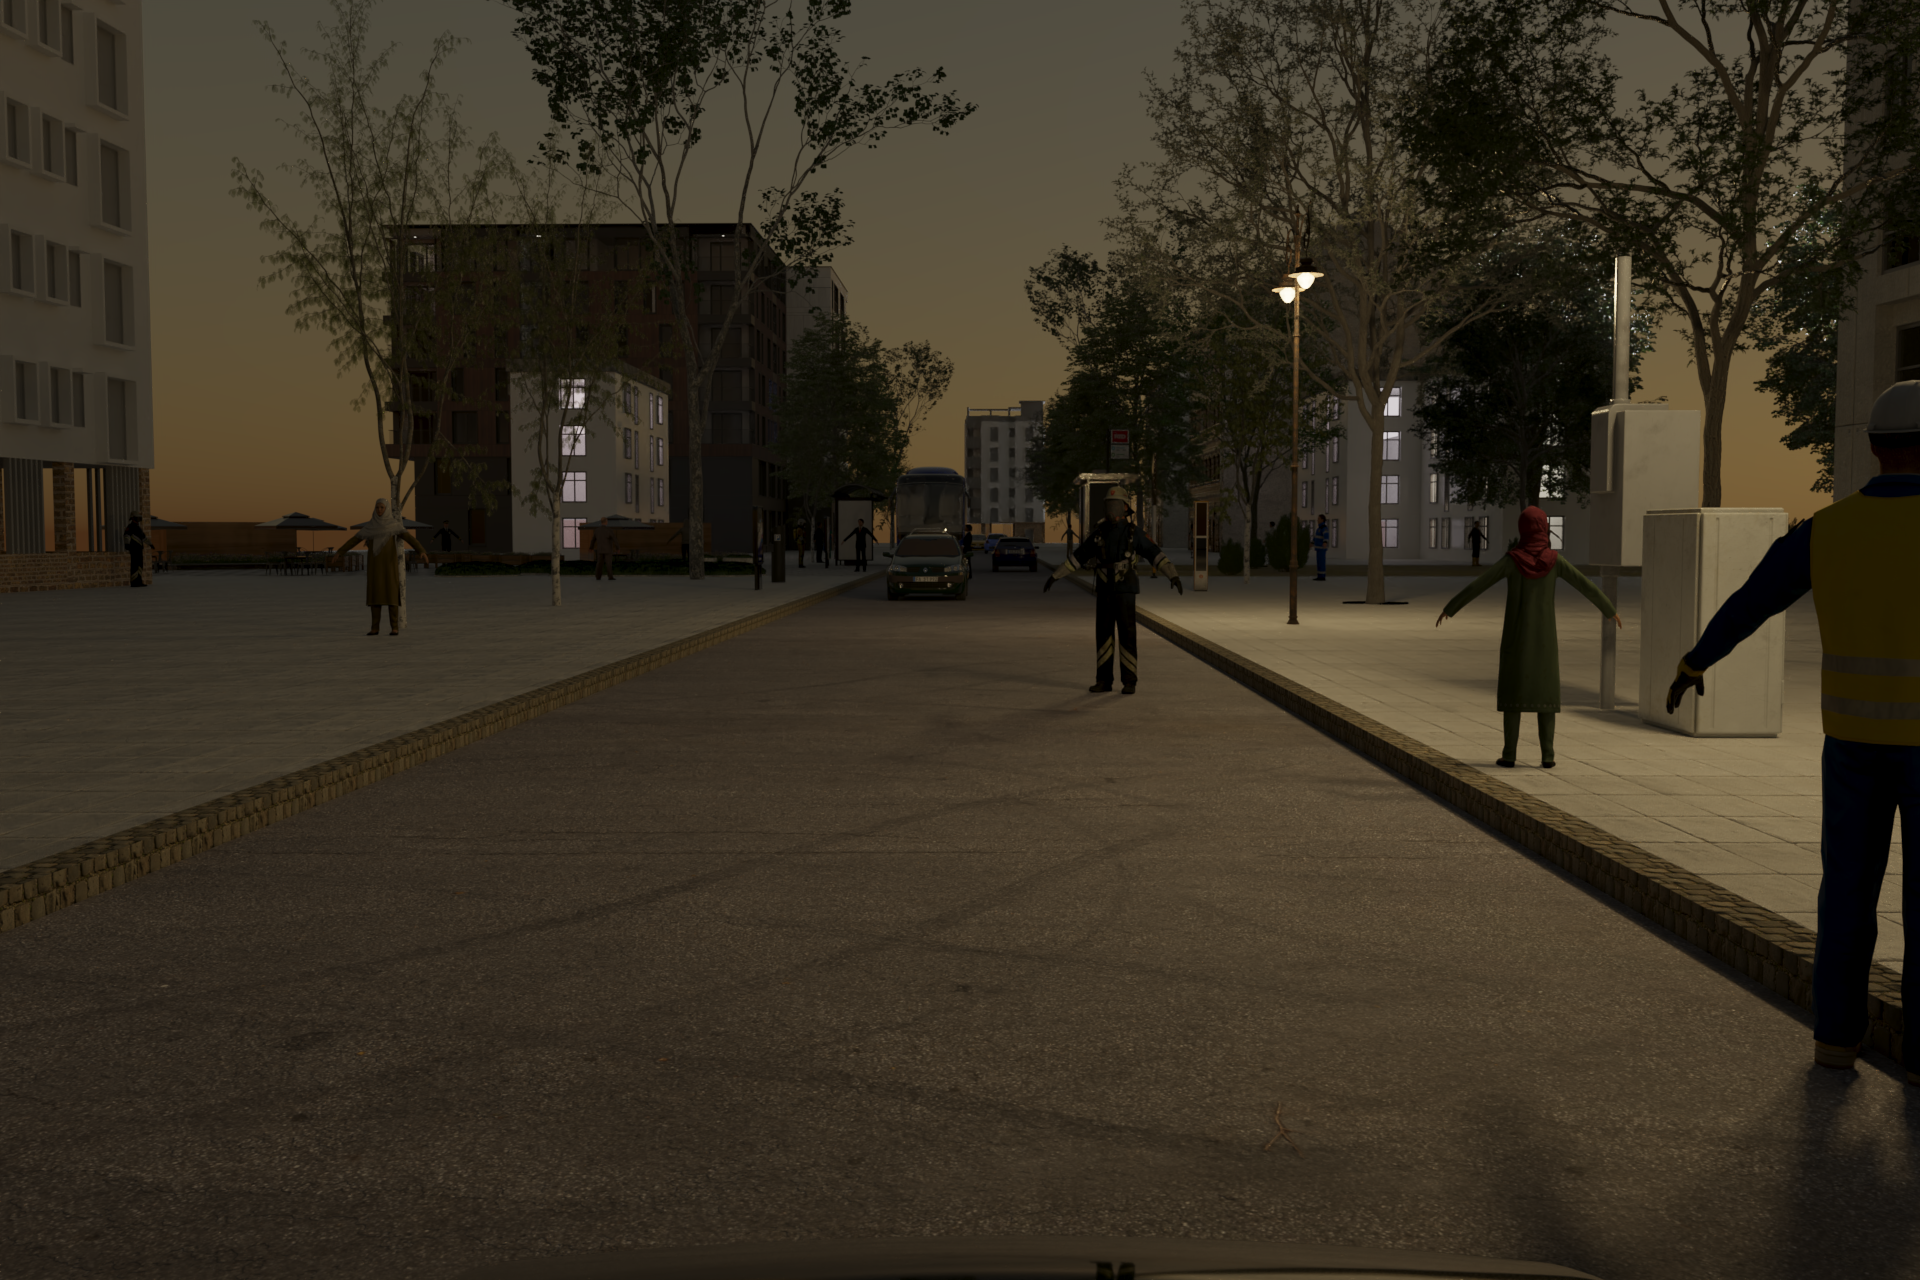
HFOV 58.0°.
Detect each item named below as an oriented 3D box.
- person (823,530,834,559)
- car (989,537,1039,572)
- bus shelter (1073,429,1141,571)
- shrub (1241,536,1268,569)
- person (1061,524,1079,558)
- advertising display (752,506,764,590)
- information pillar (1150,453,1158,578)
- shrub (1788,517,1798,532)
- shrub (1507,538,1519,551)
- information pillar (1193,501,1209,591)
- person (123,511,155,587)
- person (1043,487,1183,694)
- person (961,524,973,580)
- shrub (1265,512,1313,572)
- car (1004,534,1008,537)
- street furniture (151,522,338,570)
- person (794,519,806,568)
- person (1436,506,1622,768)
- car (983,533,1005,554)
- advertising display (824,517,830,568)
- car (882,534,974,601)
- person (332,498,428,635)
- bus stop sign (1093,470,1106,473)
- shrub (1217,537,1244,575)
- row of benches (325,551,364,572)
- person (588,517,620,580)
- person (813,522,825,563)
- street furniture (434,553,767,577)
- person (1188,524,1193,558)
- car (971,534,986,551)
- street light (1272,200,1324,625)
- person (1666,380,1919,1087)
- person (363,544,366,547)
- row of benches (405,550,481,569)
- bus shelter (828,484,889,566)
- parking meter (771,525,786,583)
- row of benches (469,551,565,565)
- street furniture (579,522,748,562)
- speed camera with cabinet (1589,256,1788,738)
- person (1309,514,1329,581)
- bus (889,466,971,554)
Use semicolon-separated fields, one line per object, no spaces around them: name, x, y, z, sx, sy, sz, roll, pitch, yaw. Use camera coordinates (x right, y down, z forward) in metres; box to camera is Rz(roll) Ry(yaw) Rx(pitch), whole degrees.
person;-6.755;-5.017;88.154;0.704;1.817;1.347;-3;4;-36
car;2.090;-3.309;66.684;1.945;1.354;3.894;0;4;1
bus shelter;5.315;-5.273;63.847;2.179;5.291;8.768;0;4;2
shrub;10.857;-3.217;63.719;1.383;1.207;1.383;0;3;0
person;5.696;-5.086;89.423;1.348;1.796;0.705;3;5;43
advertising display;-4.647;-2.120;39.876;0.123;1.923;0.974;0;4;1
information pillar;5.629;-3.602;50.247;0.183;3.616;0.504;0;4;1
shrub;30.195;-3.648;63.689;1.661;2.075;1.752;0;3;0
shrub;21.266;-3.366;66.155;1.383;1.207;1.383;0;3;0
information pillar;5.386;-2.097;38.780;0.304;2.012;0.304;0;4;1
person;-19.885;-2.202;41.864;0.704;1.845;1.351;0;4;0
person;1.398;-0.450;15.600;1.354;1.856;0.705;2;4;29
person;0.168;-2.731;53.833;0.721;1.740;1.216;1;4;11
shrub;11.102;-3.332;58.512;1.661;2.075;1.752;0;3;0
car;3.637;-9.005;157.025;2.009;1.686;4.222;0;4;0
street furniture;-26.637;-3.557;65.011;11.010;1.723;9.812;-3;5;-44
person;-5.979;-3.659;65.601;0.705;1.858;1.354;0;4;-2
person;3.142;-0.022;9.572;0.989;1.438;0.599;1;4;10
car;2.624;-7.141;126.354;1.945;1.707;3.694;0;4;0
advertising display;-4.985;-3.653;64.944;0.123;1.923;0.974;0;4;2
car;-0.688;-1.761;38.578;2.009;1.686;4.222;0;4;1
person;-7.307;-0.922;21.857;1.217;1.736;0.721;0;4;1
bus stop sign;5.763;-5.029;71.246;0.837;3.901;0.837;0;4;1
shrub;8.483;-2.632;54.145;1.383;1.207;1.383;0;3;0
row of benches;-21.243;-2.718;59.896;1.422;0.672;4.104;-1;4;-10
person;-9.914;-2.553;48.335;0.990;1.755;0.434;1;4;22
person;-6.215;-4.326;76.958;0.704;1.802;1.346;-2;4;-34
street furniture;-11.005;-2.368;54.339;10.072;0.657;5.734;0;4;0
person;12.311;-5.196;91.097;0.704;1.843;1.345;-1;4;-23
car;1.380;-7.618;134.774;2.015;1.641;3.980;0;4;1
street light;4.736;-3.160;24.451;0.468;5.910;1.993;0;4;1
person;2.505;0.234;4.599;0.705;1.833;1.349;-3;5;-43
person;-16.472;-2.573;48.857;0.721;1.737;1.214;1;4;10
row of benches;-19.626;-3.063;65.540;1.422;0.672;4.104;2;4;26
bus shelter;-4.166;-4.789;72.227;2.014;3.302;5.546;0;4;2
parking meter;-4.812;-2.290;45.859;0.372;1.533;0.369;0;3;0
row of benches;-15.656;-2.808;61.370;4.104;0.672;1.422;2;4;29
street furniture;-11.358;-3.737;67.957;11.010;1.723;9.812;-2;4;-28
speed camera with cabinet;4.911;-1.066;11.773;0.660;3.252;2.038;0;4;1
person;9.897;-2.545;47.583;0.704;1.831;1.345;0;4;-5
bus;-0.951;-4.596;66.685;2.896;3.916;12.251;0;4;1
